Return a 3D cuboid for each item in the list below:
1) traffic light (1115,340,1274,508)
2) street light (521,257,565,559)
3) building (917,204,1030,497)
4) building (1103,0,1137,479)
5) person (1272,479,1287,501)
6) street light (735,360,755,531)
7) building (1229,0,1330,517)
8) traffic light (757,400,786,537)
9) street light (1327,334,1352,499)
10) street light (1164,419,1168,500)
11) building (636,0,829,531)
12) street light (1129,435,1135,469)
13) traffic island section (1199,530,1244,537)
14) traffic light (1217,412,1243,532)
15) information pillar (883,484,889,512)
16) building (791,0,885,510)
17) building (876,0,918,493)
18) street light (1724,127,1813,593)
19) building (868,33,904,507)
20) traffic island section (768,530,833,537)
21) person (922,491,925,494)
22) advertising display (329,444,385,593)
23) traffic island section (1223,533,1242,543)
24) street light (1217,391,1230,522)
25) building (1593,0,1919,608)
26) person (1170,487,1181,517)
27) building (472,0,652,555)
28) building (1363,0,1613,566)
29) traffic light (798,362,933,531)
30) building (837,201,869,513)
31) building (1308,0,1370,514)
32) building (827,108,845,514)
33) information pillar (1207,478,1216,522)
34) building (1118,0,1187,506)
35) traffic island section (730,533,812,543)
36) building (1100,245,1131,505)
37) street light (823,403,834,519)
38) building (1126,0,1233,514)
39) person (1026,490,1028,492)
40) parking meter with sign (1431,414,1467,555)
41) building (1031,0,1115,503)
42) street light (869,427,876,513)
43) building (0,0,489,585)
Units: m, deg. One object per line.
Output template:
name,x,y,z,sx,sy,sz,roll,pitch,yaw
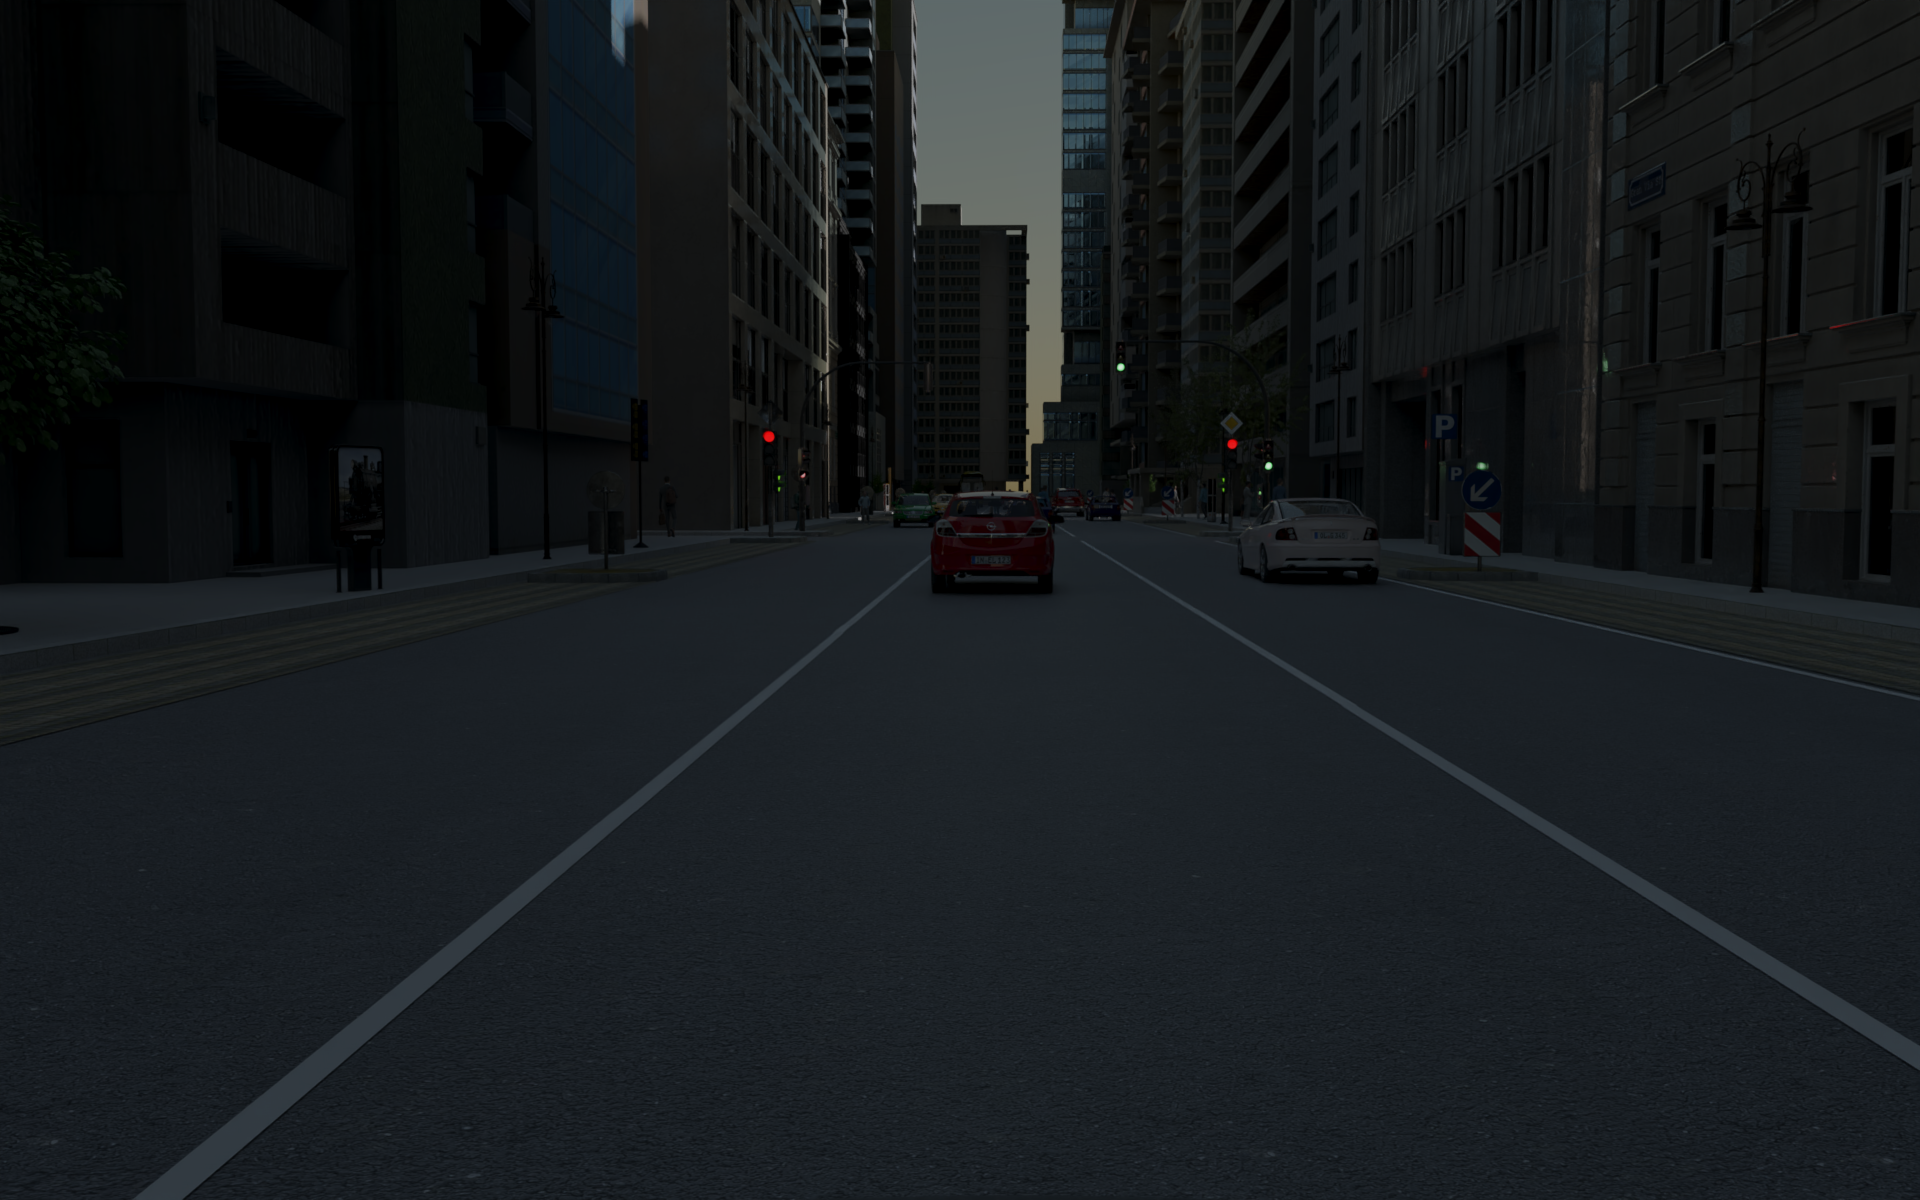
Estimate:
traffic light,6.940,-4.677,51.132,4.771,5.953,1.251,0,4,2
street light,-8.127,-3.738,33.910,0.468,5.910,1.993,0,4,2
building,-2.605,-33.205,234.779,23.993,40.220,32.217,0,4,2
building,29.887,-36.127,179.910,28.713,52.752,27.495,0,4,2
person,11.118,-3.312,60.222,0.581,1.822,0.654,1,4,11
street light,-7.400,-5.326,59.866,0.468,5.910,1.993,0,4,2
building,25.753,-28.334,86.960,21.300,48.544,21.600,0,4,2
traffic light,-5.623,-3.833,51.587,0.839,4.253,0.868,0,4,2
street light,10.977,-4.737,50.235,0.468,5.910,1.993,0,4,2
street light,12.486,-8.098,105.194,0.468,5.910,1.993,0,4,2
building,-17.210,-16.683,77.286,19.350,26.468,34.151,0,4,2
street light,13.238,-9.821,133.358,0.468,5.910,1.993,0,4,2
traffic island section,9.283,-2.265,59.314,2.009,0.180,2.903,0,4,2
traffic light,9.243,-4.299,59.201,0.839,4.253,0.868,0,4,2
information pillar,-5.335,-7.392,125.346,0.304,2.012,0.304,-3,4,-39
building,-17.308,-51.135,148.730,22.319,86.520,31.000,0,4,2
building,-19.131,-40.151,198.474,28.212,58.520,21.231,0,4,2
street light,10.372,-3.033,22.369,0.468,5.910,1.993,0,4,2
building,-12.931,-31.965,172.738,14.600,45.320,14.200,0,4,2
traffic island section,-5.453,-2.289,59.705,2.009,0.180,2.903,0,4,2
person,-4.099,-10.933,185.597,0.742,1.727,0.445,-3,5,-39
advertising display,-7.951,-1.081,22.887,0.123,1.923,0.974,1,4,18
traffic island section,9.073,-1.777,51.332,2.009,0.180,2.903,0,4,2
street light,11.693,-6.371,76.946,0.468,5.910,1.993,0,4,2
building,16.379,-13.450,17.170,12.463,27.353,25.104,0,4,2
person,12.261,-5.678,99.061,0.709,1.800,0.728,-3,5,-41
building,-16.162,-23.976,42.112,14.200,45.320,14.600,0,4,2
building,17.491,-13.558,39.702,12.078,24.808,19.932,0,4,2
traffic light,-3.320,-5.192,59.550,4.771,5.953,1.251,0,4,2
building,-13.311,-17.986,123.742,12.332,23.373,15.834,0,4,2
building,21.671,-18.034,66.562,14.107,30.474,14.160,0,4,2
building,-14.521,-19.507,104.851,13.634,28.700,20.117,0,4,2
information pillar,11.429,-4.534,78.615,0.304,2.012,0.304,3,5,40
building,25.558,-30.395,151.590,22.147,44.769,28.867,0,4,2
traffic island section,-5.663,-1.801,51.723,2.009,0.180,2.903,0,4,2
building,23.268,-26.321,202.043,14.160,30.474,14.107,0,4,2
street light,-6.761,-7.079,88.524,0.468,5.910,1.993,0,4,2
building,28.063,-26.056,117.903,32.217,40.220,23.993,0,4,2
person,6.457,-9.654,166.360,1.348,1.823,0.705,0,4,0
parking meter with sign,10.473,-2.486,36.909,0.543,3.016,1.738,0,4,4
building,24.945,-55.966,227.713,31.000,86.520,22.319,0,4,2
street light,-5.915,-8.816,116.931,0.468,5.910,1.993,0,4,2
building,-16.604,-15.616,27.027,14.160,30.474,14.107,0,4,2
